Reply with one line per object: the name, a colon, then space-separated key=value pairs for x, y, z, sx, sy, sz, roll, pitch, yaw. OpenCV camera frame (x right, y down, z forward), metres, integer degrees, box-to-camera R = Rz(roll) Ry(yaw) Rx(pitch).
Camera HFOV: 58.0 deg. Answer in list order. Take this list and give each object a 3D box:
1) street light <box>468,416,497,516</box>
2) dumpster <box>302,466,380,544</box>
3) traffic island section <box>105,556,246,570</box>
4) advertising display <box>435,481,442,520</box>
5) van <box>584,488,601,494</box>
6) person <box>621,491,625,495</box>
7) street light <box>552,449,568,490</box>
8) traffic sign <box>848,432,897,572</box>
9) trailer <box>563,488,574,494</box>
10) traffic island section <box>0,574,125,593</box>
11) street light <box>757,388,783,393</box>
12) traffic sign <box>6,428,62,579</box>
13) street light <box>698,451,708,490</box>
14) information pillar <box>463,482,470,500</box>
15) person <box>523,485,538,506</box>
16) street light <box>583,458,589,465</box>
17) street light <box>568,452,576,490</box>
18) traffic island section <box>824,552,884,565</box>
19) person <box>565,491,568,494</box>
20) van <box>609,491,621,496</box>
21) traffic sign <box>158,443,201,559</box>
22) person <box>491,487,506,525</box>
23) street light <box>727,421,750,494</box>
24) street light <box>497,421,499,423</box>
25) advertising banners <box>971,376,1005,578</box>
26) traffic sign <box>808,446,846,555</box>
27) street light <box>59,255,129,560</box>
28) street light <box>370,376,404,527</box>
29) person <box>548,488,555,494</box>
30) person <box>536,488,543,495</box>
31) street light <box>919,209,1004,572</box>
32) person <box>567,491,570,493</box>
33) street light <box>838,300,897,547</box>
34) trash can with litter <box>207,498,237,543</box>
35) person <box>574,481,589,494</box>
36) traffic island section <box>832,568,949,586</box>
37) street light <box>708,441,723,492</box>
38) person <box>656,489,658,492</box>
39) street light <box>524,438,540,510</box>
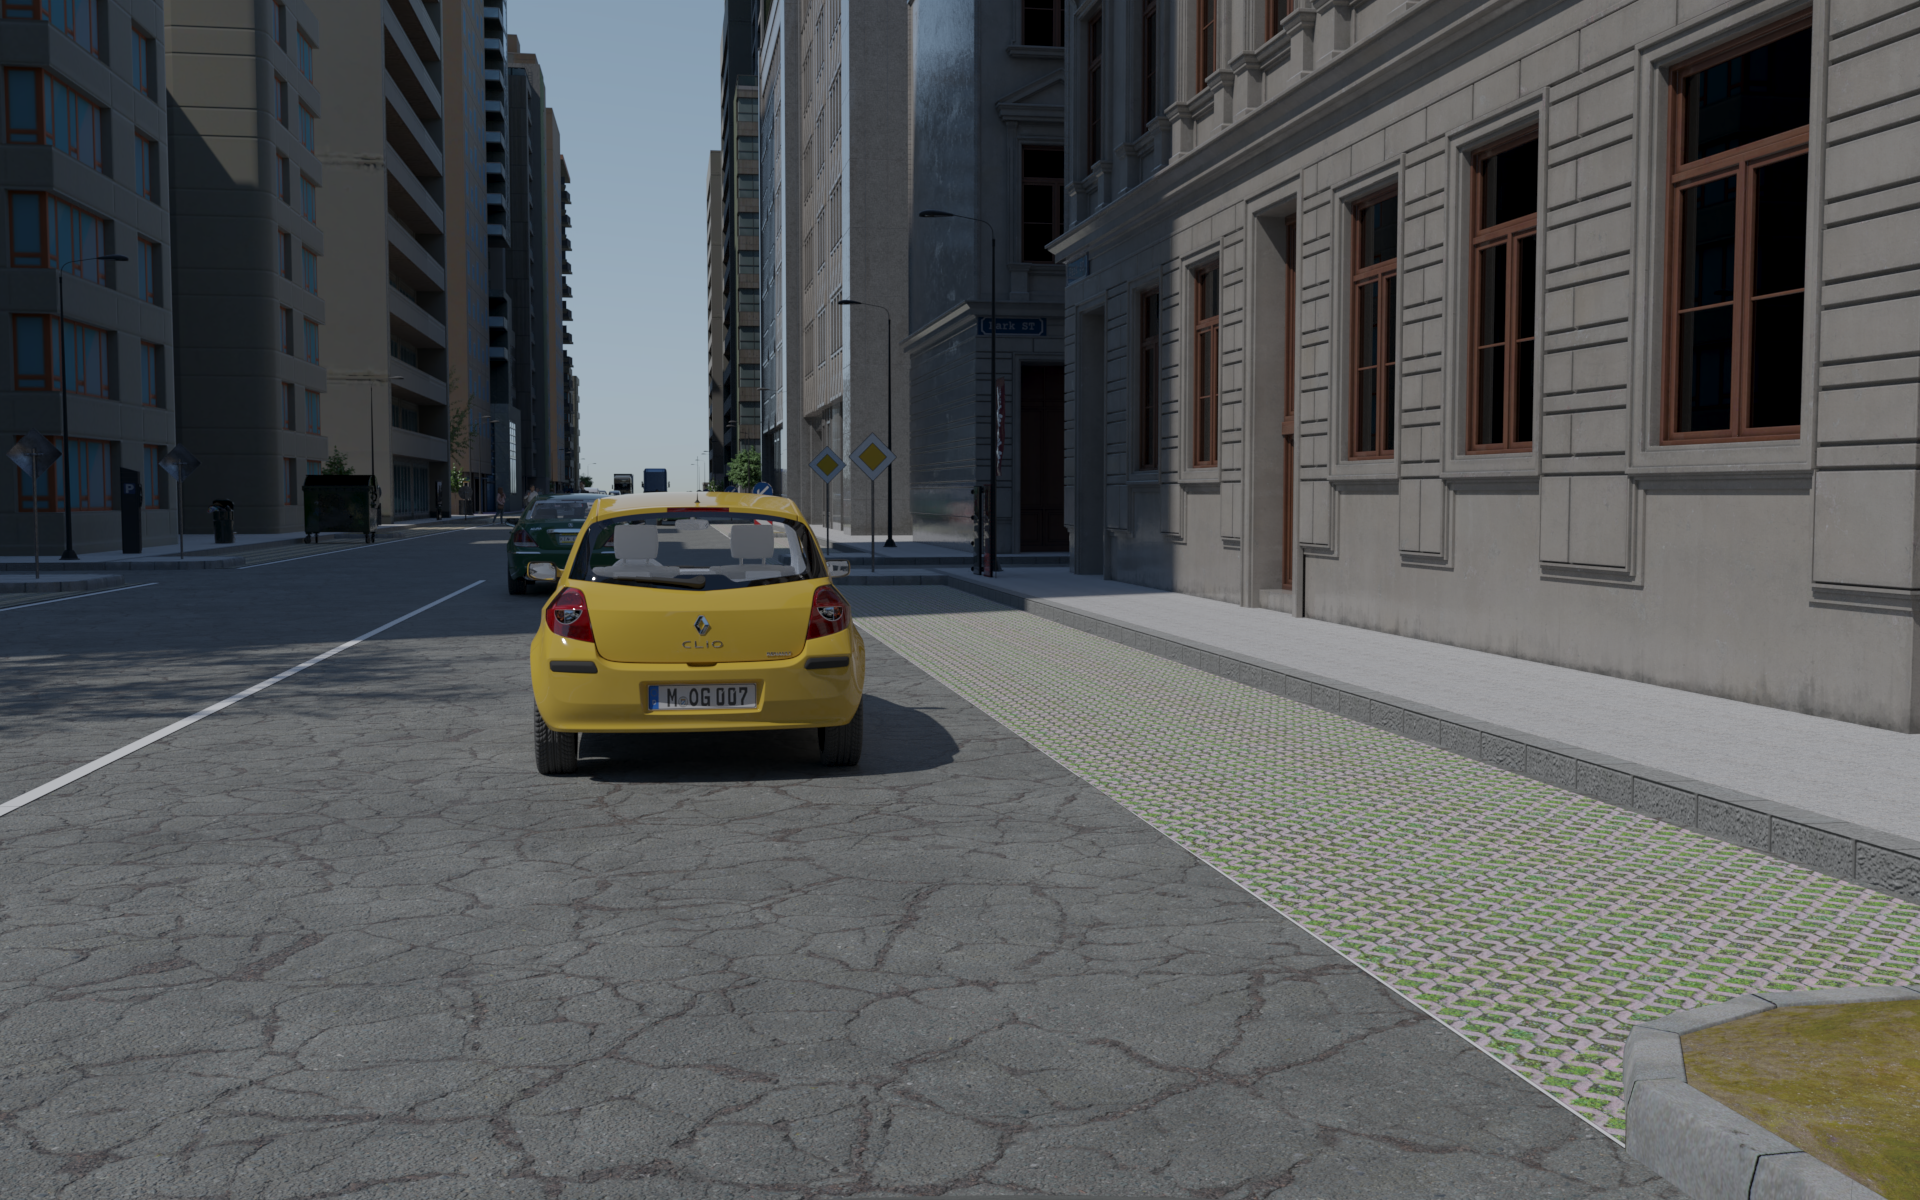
street light: x=-28.591 y=-7.988 z=103.139 sx=1.470 sy=5.913 sz=1.316 roll=-1 pitch=4 yaw=-10
dumpster: x=-17.887 y=-2.758 z=50.038 sx=1.985 sy=2.255 sz=1.502 roll=-1 pitch=4 yaw=-8
traffic island section: x=-15.359 y=-0.726 z=34.146 sx=2.009 sy=0.180 sz=2.903 roll=-1 pitch=4 yaw=-10
advertising display: x=-25.482 y=-4.860 z=84.671 sx=0.123 sy=1.923 sz=0.974 roll=0 pitch=4 yaw=-4
van: x=-24.089 y=-6.448 z=112.435 sx=2.013 sy=2.044 sz=4.112 roll=-1 pitch=4 yaw=-10
person: x=-40.295 y=-12.174 z=207.635 sx=1.350 sy=1.814 sz=0.705 roll=-3 pitch=5 yaw=-44
street light: x=-41.384 y=-12.574 z=178.128 sx=1.470 sy=5.913 sz=1.316 roll=-1 pitch=4 yaw=-10
traffic sign: x=-1.428 y=-1.510 z=28.330 sx=0.795 sy=2.450 sz=0.064 roll=-1 pitch=4 yaw=-10
trailer: x=-37.528 y=-9.727 z=166.084 sx=1.471 sy=1.999 sz=3.904 roll=-1 pitch=4 yaw=-10
traffic island section: x=-14.017 y=-0.244 z=26.274 sx=2.009 sy=0.180 sz=2.903 roll=-1 pitch=4 yaw=-10
street light: x=-8.182 y=-6.324 z=75.946 sx=1.470 sy=5.913 sz=1.316 roll=-1 pitch=4 yaw=-10
traffic sign: x=-13.996 y=-1.381 z=26.216 sx=0.795 sy=2.450 sz=0.064 roll=-1 pitch=4 yaw=-10
street light: x=-28.829 y=-13.785 z=197.926 sx=1.470 sy=5.913 sz=1.316 roll=-1 pitch=4 yaw=-10
information pillar: x=-29.729 y=-6.111 z=104.400 sx=0.304 sy=2.012 sz=0.304 roll=0 pitch=4 yaw=-3
person: x=-18.911 y=-4.143 z=76.334 sx=0.679 sy=1.850 sz=0.850 roll=-1 pitch=4 yaw=-11
street light: x=-49.589 y=-15.501 z=225.974 sx=1.470 sy=5.913 sz=1.316 roll=-1 pitch=4 yaw=-10
street light: x=-43.520 y=-13.369 z=191.116 sx=1.470 sy=5.913 sz=1.316 roll=-1 pitch=4 yaw=-10
traffic island section: x=-2.748 y=-0.856 z=36.283 sx=2.009 sy=0.180 sz=2.903 roll=-1 pitch=4 yaw=-10
person: x=-33.467 y=-8.441 z=147.316 sx=0.445 sy=1.727 sz=0.742 roll=0 pitch=4 yaw=-3
van: x=-42.519 y=-12.599 z=212.999 sx=2.013 sy=2.044 sz=4.112 roll=-1 pitch=4 yaw=-8
traffic sign: x=-15.337 y=-1.862 z=34.088 sx=0.795 sy=2.450 sz=0.064 roll=-1 pitch=4 yaw=-10
person: x=-21.052 y=-4.280 z=79.063 sx=0.643 sy=1.750 sz=0.593 roll=0 pitch=3 yaw=0
street light: x=-13.961 y=-8.416 z=110.144 sx=1.470 sy=5.913 sz=1.316 roll=-1 pitch=4 yaw=-10
street light: x=-29.817 y=-8.382 z=109.581 sx=1.470 sy=5.913 sz=1.316 roll=-1 pitch=4 yaw=-10
advertising banners: x=0.433 y=-1.869 z=26.749 sx=0.090 sy=3.025 sz=2.074 roll=-1 pitch=4 yaw=-12
traffic sign: x=-2.770 y=-1.991 z=36.202 sx=0.795 sy=2.450 sz=0.064 roll=-1 pitch=4 yaw=-10
street light: x=-16.819 y=-3.738 z=33.654 sx=1.470 sy=5.913 sz=1.316 roll=-1 pitch=4 yaw=-10
street light: x=-22.639 y=-5.863 z=68.407 sx=1.470 sy=5.913 sz=1.316 roll=-1 pitch=4 yaw=-10
person: x=-26.747 y=-6.422 z=113.581 sx=1.350 sy=1.814 sz=0.705 roll=1 pitch=4 yaw=9
person: x=-24.624 y=-5.659 z=101.123 sx=0.635 sy=1.810 sz=0.391 roll=2 pitch=4 yaw=24
street light: x=0.018 y=-3.424 z=28.527 sx=1.470 sy=5.913 sz=1.316 roll=-1 pitch=4 yaw=-10
person: x=-33.711 y=-8.589 z=149.718 sx=1.217 sy=1.735 sz=0.721 roll=3 pitch=4 yaw=36
street light: x=-2.227 y=-4.225 z=41.624 sx=1.470 sy=5.913 sz=1.316 roll=-1 pitch=4 yaw=-10
trash can with litter: x=-19.208 y=-2.063 z=45.116 sx=0.624 sy=1.170 sz=1.055 roll=-1 pitch=4 yaw=-16
person: x=-13.546 y=-3.300 z=61.813 sx=0.648 sy=1.900 sz=0.474 roll=-1 pitch=4 yaw=-18
traffic island section: x=-1.407 y=-0.375 z=28.411 sx=2.009 sy=0.180 sz=2.903 roll=-1 pitch=4 yaw=-10
street light: x=-20.960 y=-10.912 z=150.945 sx=1.470 sy=5.913 sz=1.316 roll=-1 pitch=4 yaw=-10
person: x=-25.237 y=-8.311 z=144.345 sx=1.348 sy=1.831 sz=0.705 roll=-1 pitch=4 yaw=-20
street light: x=-35.561 y=-10.483 z=143.938 sx=1.470 sy=5.913 sz=1.316 roll=-1 pitch=4 yaw=-10
